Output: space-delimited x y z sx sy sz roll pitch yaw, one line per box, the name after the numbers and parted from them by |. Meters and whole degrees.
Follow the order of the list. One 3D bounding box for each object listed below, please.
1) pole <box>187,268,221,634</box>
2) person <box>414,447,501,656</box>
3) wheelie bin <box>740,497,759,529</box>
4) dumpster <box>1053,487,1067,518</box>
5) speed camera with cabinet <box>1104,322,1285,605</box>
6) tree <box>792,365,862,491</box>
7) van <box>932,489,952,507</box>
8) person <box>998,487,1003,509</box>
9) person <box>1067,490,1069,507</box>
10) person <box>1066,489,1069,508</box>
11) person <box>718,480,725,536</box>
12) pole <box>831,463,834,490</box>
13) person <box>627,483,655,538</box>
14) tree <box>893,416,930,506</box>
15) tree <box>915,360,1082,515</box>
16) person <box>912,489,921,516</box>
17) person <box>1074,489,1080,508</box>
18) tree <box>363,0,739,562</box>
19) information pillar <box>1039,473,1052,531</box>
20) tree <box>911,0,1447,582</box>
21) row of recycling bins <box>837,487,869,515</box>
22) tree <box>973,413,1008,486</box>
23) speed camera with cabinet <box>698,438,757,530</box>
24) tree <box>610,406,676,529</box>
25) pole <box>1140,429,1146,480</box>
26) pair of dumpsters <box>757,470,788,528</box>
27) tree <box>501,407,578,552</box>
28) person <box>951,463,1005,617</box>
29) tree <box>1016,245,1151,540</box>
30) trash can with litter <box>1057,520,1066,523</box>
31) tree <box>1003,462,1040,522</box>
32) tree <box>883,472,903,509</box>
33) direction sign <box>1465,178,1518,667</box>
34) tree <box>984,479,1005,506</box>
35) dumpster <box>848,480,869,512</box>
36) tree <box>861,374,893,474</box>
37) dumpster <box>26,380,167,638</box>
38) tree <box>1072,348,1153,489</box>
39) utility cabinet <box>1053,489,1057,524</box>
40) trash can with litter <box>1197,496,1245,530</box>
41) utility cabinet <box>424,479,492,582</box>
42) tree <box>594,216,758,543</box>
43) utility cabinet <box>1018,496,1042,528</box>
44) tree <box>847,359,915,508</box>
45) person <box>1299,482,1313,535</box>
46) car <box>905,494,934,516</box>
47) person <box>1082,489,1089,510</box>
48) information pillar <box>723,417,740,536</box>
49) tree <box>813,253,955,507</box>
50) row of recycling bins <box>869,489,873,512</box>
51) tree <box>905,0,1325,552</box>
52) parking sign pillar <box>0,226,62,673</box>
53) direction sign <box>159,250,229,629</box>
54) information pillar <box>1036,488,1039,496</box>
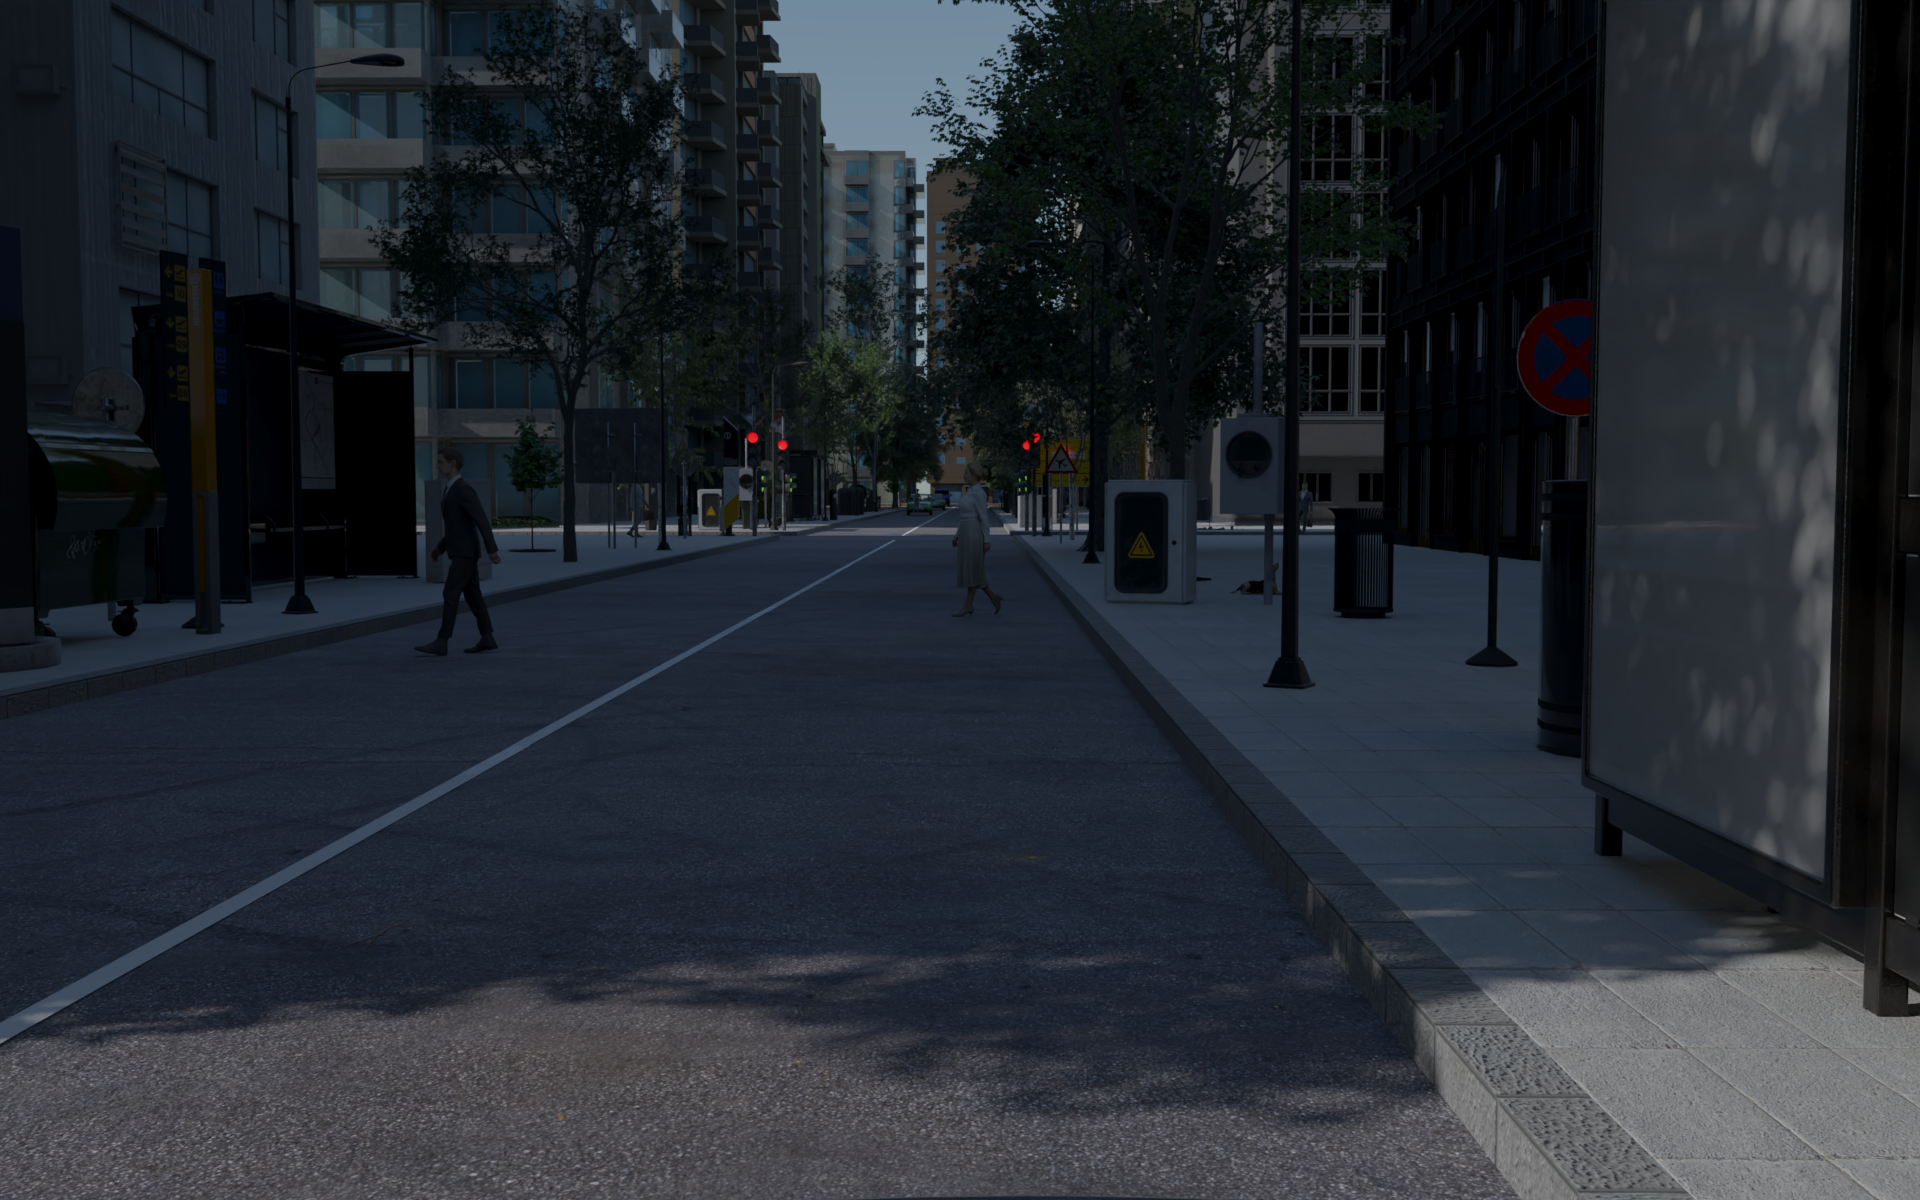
-6.902 -1.343 15.808 0.158 3.312 0.155 0 3 0 | pole
-4.511 -0.438 15.447 0.755 1.850 0.659 -2 4 -24 | person
-7.745 -3.410 63.660 0.693 1.594 0.980 0 4 -4 | wheelie bin
5.126 -5.327 92.862 1.264 1.857 1.865 0 4 0 | dumpster
2.731 -1.577 20.123 2.038 3.252 0.660 1 4 22 | speed camera with cabinet
-7.334 -8.967 96.966 4.737 8.622 4.395 0 3 0 | tree
-2.104 -11.902 198.973 2.240 2.365 5.245 0 4 -1 | van
3.473 -8.414 143.482 0.709 1.838 0.599 -3 5 -39 | person
10.761 -10.087 171.686 0.721 1.743 1.217 -3 5 -45 | person
9.798 -9.172 156.785 0.721 1.735 1.217 0 4 -1 | person
-7.242 -2.870 53.515 0.362 1.759 0.519 3 5 43 | person
-8.418 -7.380 114.510 0.158 3.312 0.155 0 3 0 | pole
-9.488 -2.751 51.145 0.853 1.813 0.709 0 4 7 | person
-6.458 -14.962 179.040 7.601 10.594 8.767 3 4 38 | tree
3.613 -12.206 106.229 9.857 13.997 8.962 0 3 0 | tree
-2.845 -6.331 112.357 0.599 1.781 0.374 2 4 34 | person
10.769 -9.355 159.720 0.721 1.743 1.217 1 4 20 | person
-7.552 -5.982 32.213 8.767 10.594 7.601 2 4 24 | tree
3.043 -3.437 60.689 0.304 2.012 0.304 1 4 19 | information pillar
3.124 -6.083 25.210 9.928 11.665 9.643 0 3 0 | tree
-6.690 -6.009 105.356 1.069 1.692 3.534 1 4 13 | row of recycling bins
5.126 -14.980 163.053 7.486 12.596 7.792 0 3 0 | tree
-8.252 -4.103 61.426 2.038 3.252 0.660 0 4 -4 | speed camera with cabinet
-12.251 -4.961 64.829 4.285 4.588 4.351 0 3 0 | tree
5.503 -3.569 52.197 0.158 3.312 0.155 0 3 0 | pole
-7.715 -4.001 67.914 1.574 2.255 4.437 0 4 1 | pair of dumpsters
-9.506 -2.675 38.331 1.663 3.219 1.824 0 3 0 | tree
0.213 -0.707 20.287 0.641 1.798 0.478 0 4 -7 | person
3.005 -5.974 48.034 4.360 8.622 3.978 0 3 0 | tree
3.922 -3.999 76.446 2.233 1.210 1.678 -3 4 -38 | trash can with litter
3.258 -5.270 80.771 1.663 3.219 1.824 0 3 0 | tree
-5.728 -9.495 149.849 1.663 3.219 1.824 0 3 0 | tree
3.994 -1.279 12.906 0.379 3.537 0.876 1 4 16 | direction sign
4.214 -12.142 182.231 4.285 4.588 4.351 0 3 0 | tree
-7.166 -7.247 120.986 1.502 2.255 1.985 0 4 1 | dumpster
-7.711 -8.556 74.298 8.767 10.594 7.601 0 4 -8 | tree
-7.938 -0.750 14.756 1.502 2.255 1.985 0 4 0 | dumpster
8.396 -8.479 88.999 4.737 8.622 4.395 0 3 0 | tree
3.952 -4.019 74.383 0.318 1.500 1.173 0 4 0 | utility cabinet
9.074 -3.110 61.908 2.233 1.210 1.678 0 4 3 | trash can with litter
-7.342 -1.019 25.345 0.318 1.500 1.173 1 4 21 | utility cabinet
-7.681 -5.784 44.938 4.737 8.622 4.395 0 3 0 | tree
2.739 -3.371 66.272 1.020 1.237 0.306 -1 4 -15 | utility cabinet
-6.158 -15.749 164.144 9.857 13.997 8.962 0 3 0 | tree
11.131 -2.913 56.096 0.622 1.834 0.822 1 4 18 | person
-2.721 -6.614 116.936 1.959 1.807 4.718 0 4 -1 | car
10.350 -8.059 138.523 1.217 1.735 0.721 0 4 5 | person
-6.967 -3.752 52.693 0.504 3.616 0.183 1 4 12 | information pillar
-5.747 -17.012 134.040 12.611 20.169 13.585 0 3 0 | tree
-7.139 -7.164 124.244 1.069 1.692 3.534 1 4 17 | row of recycling bins
3.273 -7.437 38.598 9.611 12.733 9.660 0 3 0 | tree
-7.467 -1.483 12.713 1.447 3.967 1.447 2 4 26 | parking sign pillar
-7.282 -1.502 16.553 0.379 3.537 0.876 1 4 15 | direction sign
3.763 -4.851 83.805 0.304 2.012 0.304 -3 4 -38 | information pillar
